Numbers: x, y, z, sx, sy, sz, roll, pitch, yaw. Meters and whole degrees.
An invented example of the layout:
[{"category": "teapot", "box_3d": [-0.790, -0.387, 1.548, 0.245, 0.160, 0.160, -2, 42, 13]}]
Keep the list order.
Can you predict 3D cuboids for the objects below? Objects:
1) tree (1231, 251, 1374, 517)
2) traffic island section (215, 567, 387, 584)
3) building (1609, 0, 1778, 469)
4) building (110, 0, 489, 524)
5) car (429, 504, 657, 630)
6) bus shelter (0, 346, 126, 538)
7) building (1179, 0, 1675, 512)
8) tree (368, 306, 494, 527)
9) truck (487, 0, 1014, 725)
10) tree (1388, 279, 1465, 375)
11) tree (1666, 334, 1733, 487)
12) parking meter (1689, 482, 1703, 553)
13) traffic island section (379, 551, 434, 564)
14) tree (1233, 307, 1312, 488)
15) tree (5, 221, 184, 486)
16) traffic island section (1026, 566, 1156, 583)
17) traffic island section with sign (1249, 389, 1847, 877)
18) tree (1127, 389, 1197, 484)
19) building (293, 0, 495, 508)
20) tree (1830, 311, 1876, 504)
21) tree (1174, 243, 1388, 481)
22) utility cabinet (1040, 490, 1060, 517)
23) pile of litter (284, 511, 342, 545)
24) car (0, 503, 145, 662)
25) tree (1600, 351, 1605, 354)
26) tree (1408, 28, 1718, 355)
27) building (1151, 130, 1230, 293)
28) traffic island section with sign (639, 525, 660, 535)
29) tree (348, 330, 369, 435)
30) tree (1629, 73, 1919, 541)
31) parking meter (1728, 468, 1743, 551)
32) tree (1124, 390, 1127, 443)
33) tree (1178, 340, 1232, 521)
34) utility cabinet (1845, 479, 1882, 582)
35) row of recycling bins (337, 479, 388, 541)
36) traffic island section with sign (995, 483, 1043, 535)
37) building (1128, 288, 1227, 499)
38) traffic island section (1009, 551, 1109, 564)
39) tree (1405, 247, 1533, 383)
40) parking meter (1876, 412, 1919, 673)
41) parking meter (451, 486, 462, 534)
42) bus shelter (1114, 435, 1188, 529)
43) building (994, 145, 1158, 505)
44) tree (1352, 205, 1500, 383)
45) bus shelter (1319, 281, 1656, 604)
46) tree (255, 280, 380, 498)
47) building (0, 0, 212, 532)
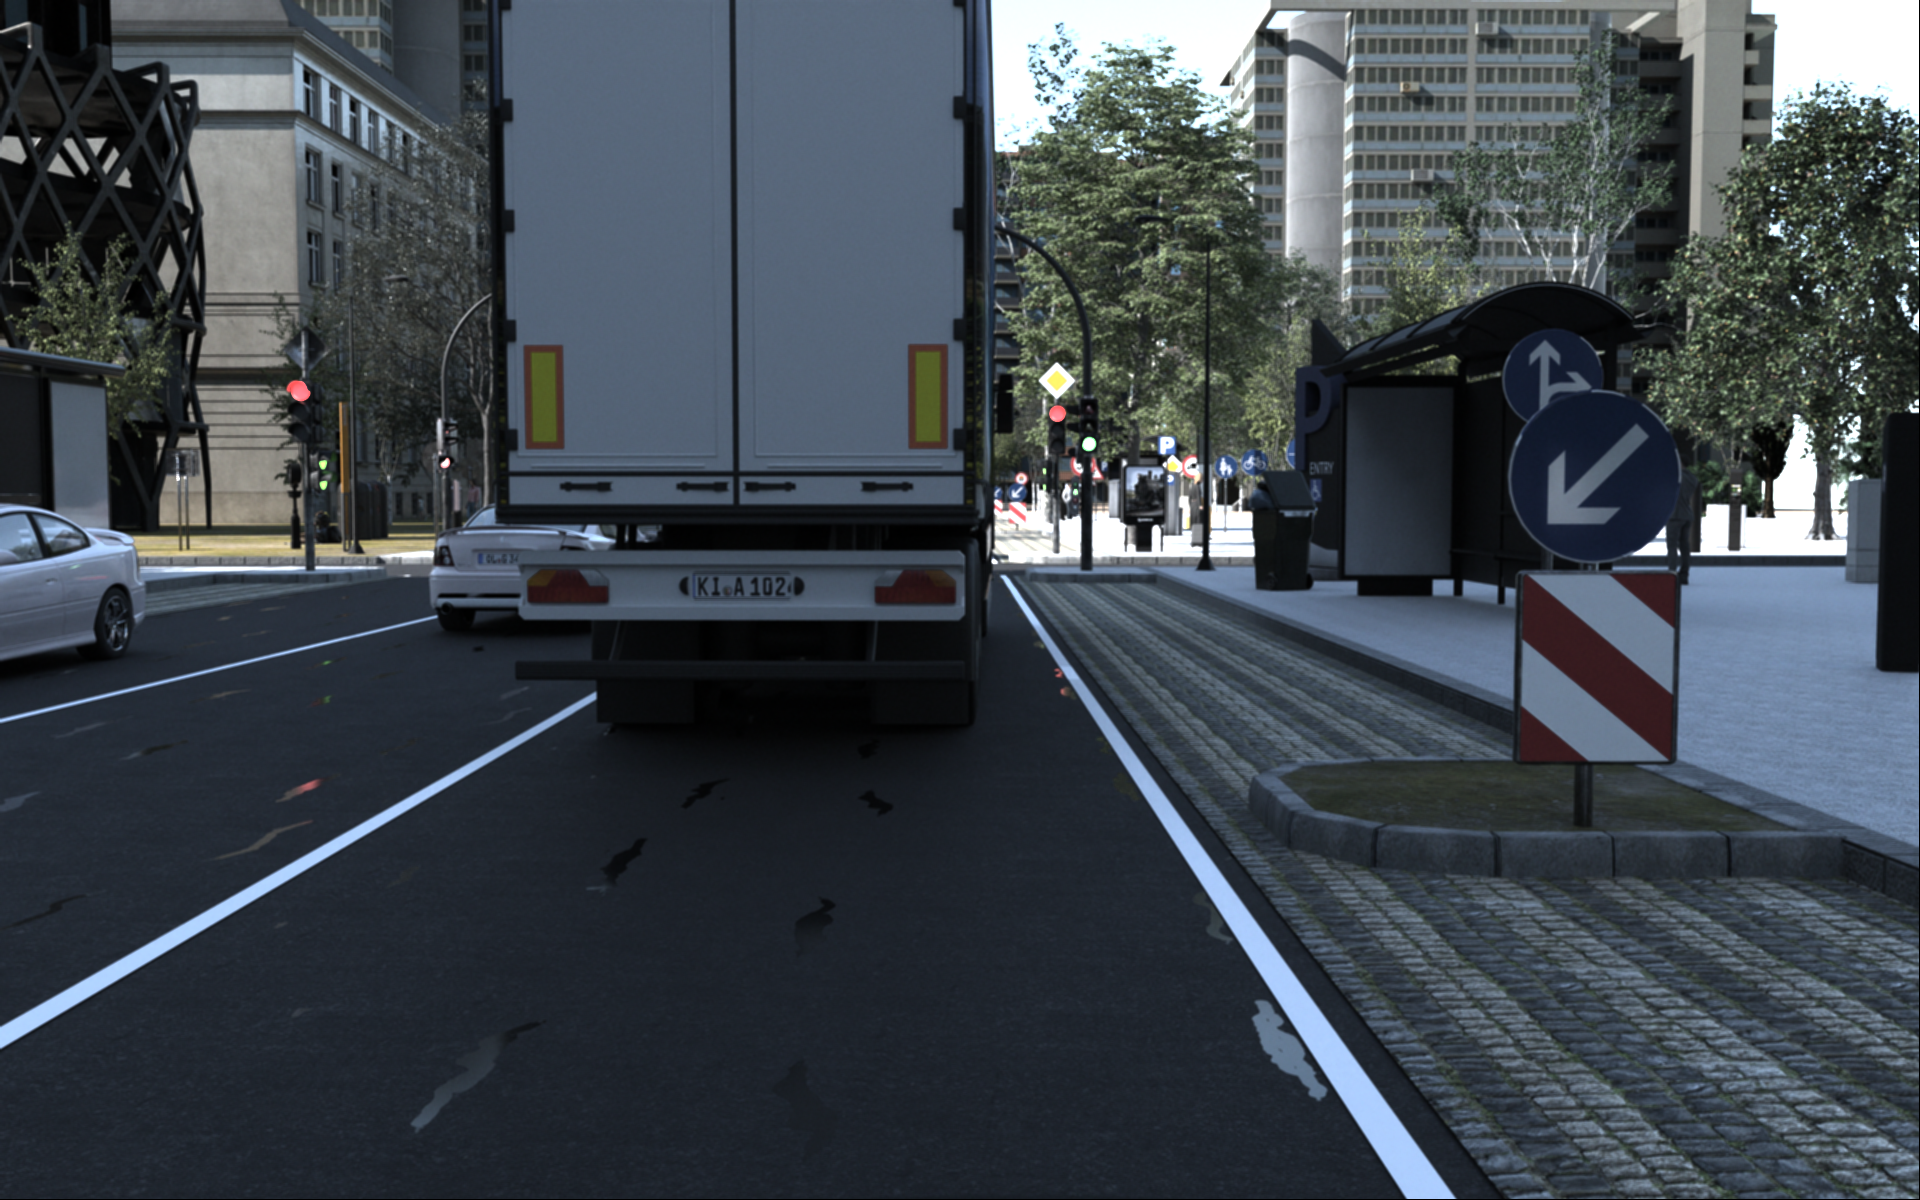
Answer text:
[{"category": "tree", "box_3d": [10.804, -6.289, 53.190, 4.360, 8.622, 3.978, 0, 3, 0]}, {"category": "traffic island section", "box_3d": [-10.901, -0.412, 29.020, 2.009, 0.180, 2.903, 0, 4, 0]}, {"category": "building", "box_3d": [63.837, -33.009, 163.395, 21.600, 48.544, 21.300, 0, 4, 0]}, {"category": "building", "box_3d": [-35.493, -15.564, 87.758, 16.112, 22.955, 30.059, 0, 4, 0]}, {"category": "car", "box_3d": [-4.525, -0.444, 19.626, 2.083, 1.381, 4.827, 0, 4, 1]}, {"category": "bus shelter", "box_3d": [-14.503, -2.811, 23.586, 2.179, 5.291, 8.768, 0, 4, 0]}, {"category": "building", "box_3d": [33.841, -26.983, 133.055, 32.217, 40.220, 23.993, 0, 4, 0]}, {"category": "tree", "box_3d": [-20.309, -7.123, 66.828, 4.360, 8.622, 3.978, 0, 3, 0]}, {"category": "truck", "box_3d": [-0.957, -1.537, 14.045, 2.839, 4.237, 11.283, 0, 4, 1]}, {"category": "tree", "box_3d": [26.531, -12.010, 103.021, 9.857, 13.997, 8.962, 0, 3, 0]}, {"category": "tree", "box_3d": [27.448, -6.819, 61.846, 4.360, 8.622, 3.978, 0, 3, 0]}, {"category": "parking meter", "box_3d": [16.005, -1.800, 37.841, 0.372, 1.533, 0.369, 0, 3, 0]}, {"category": "traffic island section", "box_3d": [-10.959, -0.901, 37.005, 2.009, 0.180, 2.903, 0, 4, 0]}, {"category": "tree", "box_3d": [12.894, -7.262, 69.100, 4.737, 8.622, 4.395, 0, 3, 0]}, {"category": "tree", "box_3d": [-23.861, -5.968, 47.931, 4.737, 8.622, 4.395, 0, 3, 0]}, {"category": "traffic island section", "box_3d": [2.140, -0.418, 29.109, 2.009, 0.180, 2.903, 0, 4, 0]}, {"category": "traffic island section with sign", "box_3d": [2.305, 0.077, 7.374, 1.989, 1.847, 2.006, 0, 4, 0]}, {"category": "tree", "box_3d": [12.970, -9.365, 103.484, 4.737, 8.622, 4.395, 0, 3, 0]}, {"category": "building", "box_3d": [-43.853, -26.398, 123.492, 32.217, 40.220, 23.993, 0, 4, 0]}, {"category": "tree", "box_3d": [28.477, -6.522, 56.997, 4.360, 8.622, 3.978, 0, 3, 0]}, {"category": "tree", "box_3d": [15.844, -11.137, 88.738, 9.857, 13.997, 8.962, 0, 3, 0]}, {"category": "utility cabinet", "box_3d": [4.927, -5.340, 95.988, 1.173, 1.500, 0.318, 1, 4, 18]}, {"category": "pile of litter", "box_3d": [-16.754, -1.889, 44.856, 1.176, 0.858, 1.719, 3, 5, 40]}, {"category": "car", "box_3d": [-8.207, -0.080, 13.675, 2.083, 1.381, 4.827, 0, 4, -1]}, {"category": "tree", "box_3d": [29.778, -8.168, 83.907, 4.737, 8.622, 4.395, 0, 3, 0]}, {"category": "tree", "box_3d": [25.504, -13.307, 73.460, 12.611, 20.169, 13.585, 0, 3, 0]}, {"category": "building", "box_3d": [31.324, -34.626, 216.239, 14.200, 45.320, 14.600, 0, 4, 0]}, {"category": "traffic island section with sign", "box_3d": [-10.811, -3.252, 61.800, 1.989, 1.847, 2.006, 0, 4, 0]}, {"category": "tree", "box_3d": [-23.702, -7.464, 72.402, 4.360, 8.622, 3.978, 0, 3, 0]}, {"category": "tree", "box_3d": [23.776, -7.987, 47.590, 9.611, 12.733, 9.660, 0, 3, 0]}, {"category": "parking meter", "box_3d": [17.429, -2.032, 38.936, 0.255, 1.863, 0.399, 2, 4, 24]}, {"category": "tree", "box_3d": [12.062, -9.719, 109.260, 4.737, 8.622, 4.395, 0, 3, 0]}, {"category": "tree", "box_3d": [12.075, -8.013, 81.369, 4.360, 8.622, 3.978, 0, 3, 0]}, {"category": "utility cabinet", "box_3d": [13.484, -1.002, 25.065, 1.173, 1.500, 0.318, 0, 4, -1]}, {"category": "row of recycling bins", "box_3d": [-17.040, -2.582, 49.334, 1.069, 1.692, 3.534, -1, 4, -8]}, {"category": "traffic island section with sign", "box_3d": [1.906, -3.246, 61.692, 1.989, 1.847, 2.006, 0, 4, 0]}, {"category": "building", "box_3d": [30.879, -19.264, 160.007, 27.650, 21.520, 28.899, 0, 4, 0]}, {"category": "traffic island section", "box_3d": [2.082, -0.906, 37.094, 2.009, 0.180, 2.903, 0, 4, 0]}, {"category": "tree", "box_3d": [15.489, -6.249, 52.538, 4.360, 8.622, 3.978, 0, 3, 0]}, {"category": "parking meter", "box_3d": [6.848, -0.421, 12.594, 0.255, 1.863, 0.399, 1, 4, 22]}, {"category": "parking meter", "box_3d": [-15.852, -2.816, 54.451, 0.372, 1.533, 0.369, 0, 3, 0]}, {"category": "bus shelter", "box_3d": [6.746, -4.154, 61.839, 2.014, 3.302, 5.546, 0, 4, -1]}, {"category": "building", "box_3d": [9.763, -34.572, 219.880, 28.867, 44.769, 22.147, 0, 4, 0]}, {"category": "tree", "box_3d": [11.919, -5.730, 44.049, 4.737, 8.622, 4.395, 0, 3, 0]}, {"category": "bus shelter", "box_3d": [5.582, -1.551, 19.284, 2.014, 3.302, 5.546, 0, 4, 0]}, {"category": "tree", "box_3d": [-22.581, -6.731, 60.412, 4.737, 8.622, 4.395, 0, 3, 0]}, {"category": "building", "box_3d": [-35.266, -11.704, 58.806, 16.820, 18.784, 16.811, 0, 4, 0]}]
